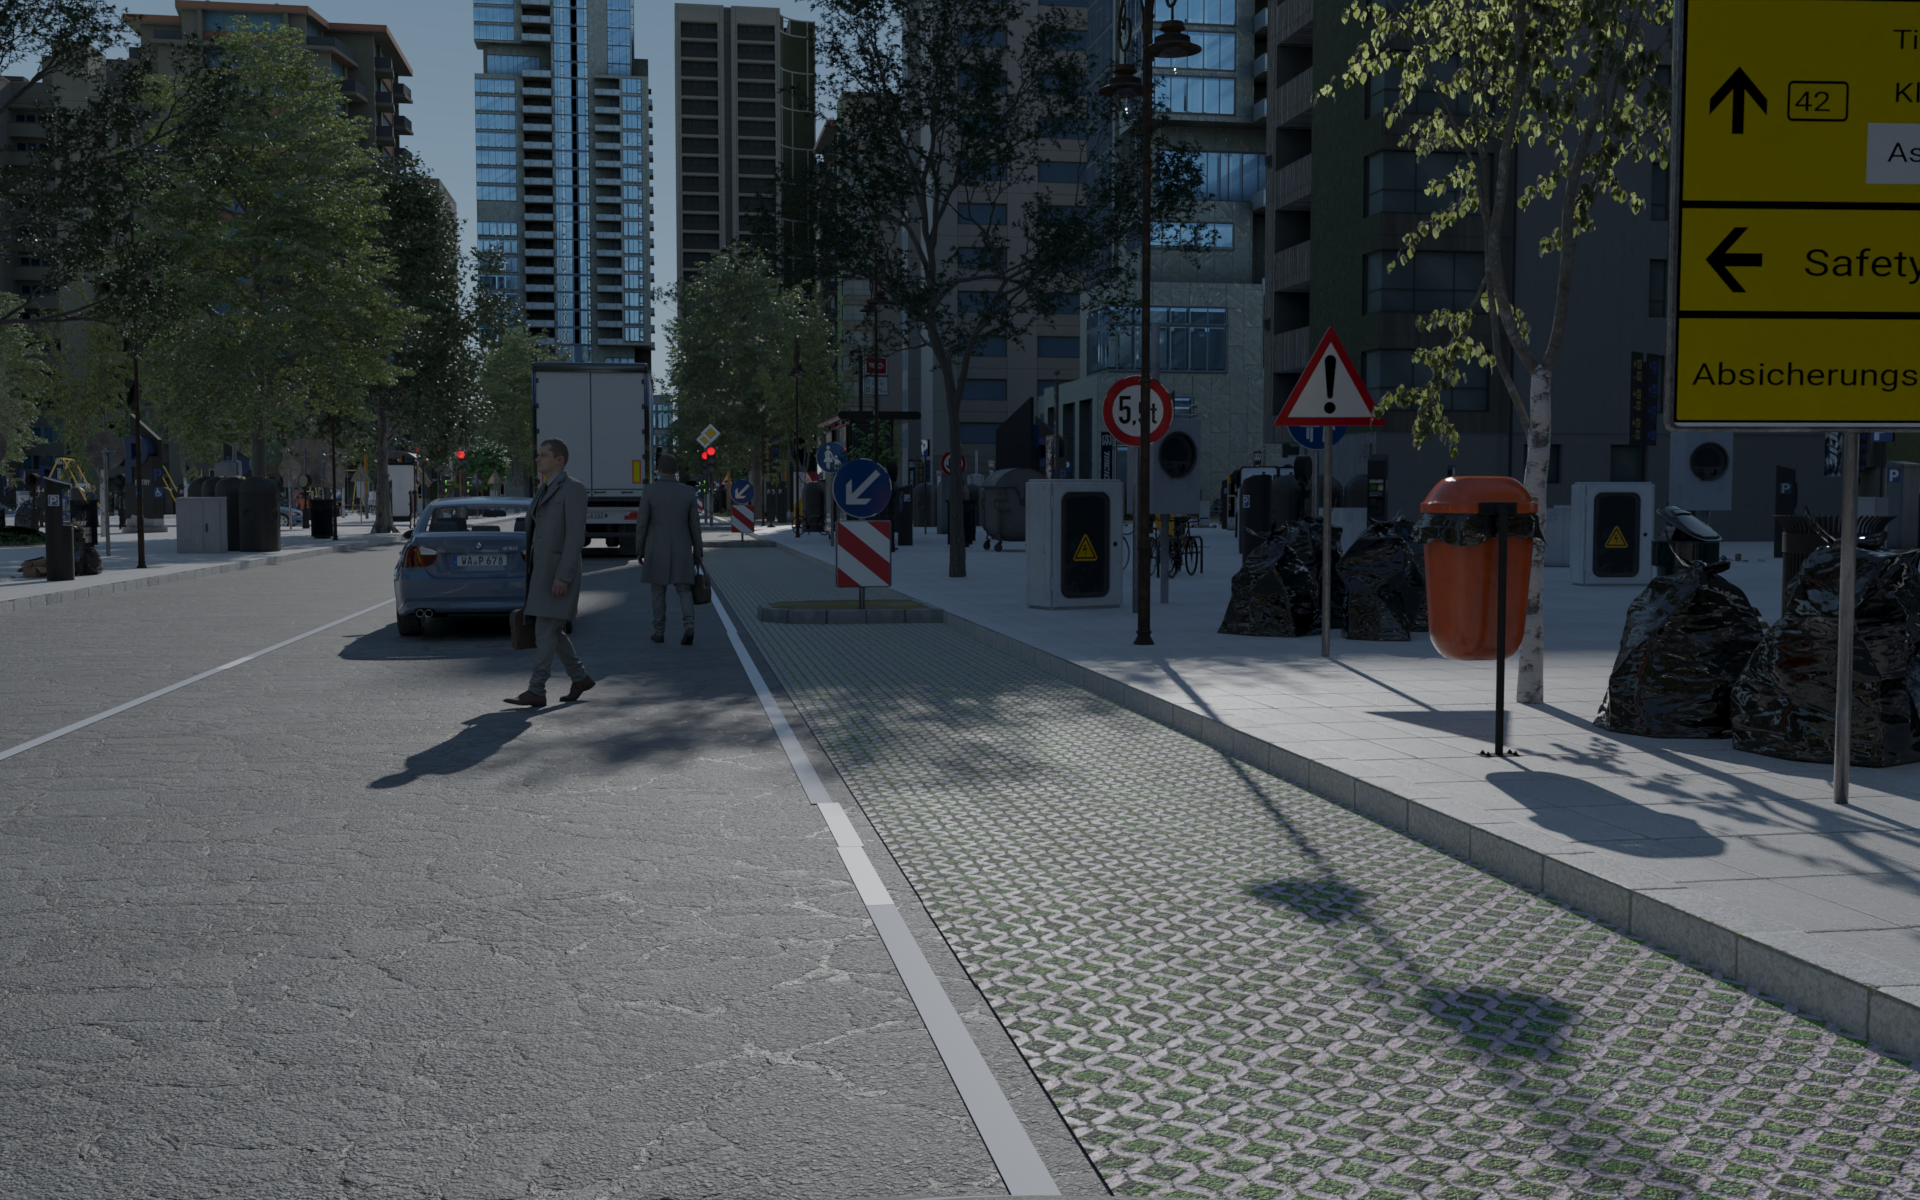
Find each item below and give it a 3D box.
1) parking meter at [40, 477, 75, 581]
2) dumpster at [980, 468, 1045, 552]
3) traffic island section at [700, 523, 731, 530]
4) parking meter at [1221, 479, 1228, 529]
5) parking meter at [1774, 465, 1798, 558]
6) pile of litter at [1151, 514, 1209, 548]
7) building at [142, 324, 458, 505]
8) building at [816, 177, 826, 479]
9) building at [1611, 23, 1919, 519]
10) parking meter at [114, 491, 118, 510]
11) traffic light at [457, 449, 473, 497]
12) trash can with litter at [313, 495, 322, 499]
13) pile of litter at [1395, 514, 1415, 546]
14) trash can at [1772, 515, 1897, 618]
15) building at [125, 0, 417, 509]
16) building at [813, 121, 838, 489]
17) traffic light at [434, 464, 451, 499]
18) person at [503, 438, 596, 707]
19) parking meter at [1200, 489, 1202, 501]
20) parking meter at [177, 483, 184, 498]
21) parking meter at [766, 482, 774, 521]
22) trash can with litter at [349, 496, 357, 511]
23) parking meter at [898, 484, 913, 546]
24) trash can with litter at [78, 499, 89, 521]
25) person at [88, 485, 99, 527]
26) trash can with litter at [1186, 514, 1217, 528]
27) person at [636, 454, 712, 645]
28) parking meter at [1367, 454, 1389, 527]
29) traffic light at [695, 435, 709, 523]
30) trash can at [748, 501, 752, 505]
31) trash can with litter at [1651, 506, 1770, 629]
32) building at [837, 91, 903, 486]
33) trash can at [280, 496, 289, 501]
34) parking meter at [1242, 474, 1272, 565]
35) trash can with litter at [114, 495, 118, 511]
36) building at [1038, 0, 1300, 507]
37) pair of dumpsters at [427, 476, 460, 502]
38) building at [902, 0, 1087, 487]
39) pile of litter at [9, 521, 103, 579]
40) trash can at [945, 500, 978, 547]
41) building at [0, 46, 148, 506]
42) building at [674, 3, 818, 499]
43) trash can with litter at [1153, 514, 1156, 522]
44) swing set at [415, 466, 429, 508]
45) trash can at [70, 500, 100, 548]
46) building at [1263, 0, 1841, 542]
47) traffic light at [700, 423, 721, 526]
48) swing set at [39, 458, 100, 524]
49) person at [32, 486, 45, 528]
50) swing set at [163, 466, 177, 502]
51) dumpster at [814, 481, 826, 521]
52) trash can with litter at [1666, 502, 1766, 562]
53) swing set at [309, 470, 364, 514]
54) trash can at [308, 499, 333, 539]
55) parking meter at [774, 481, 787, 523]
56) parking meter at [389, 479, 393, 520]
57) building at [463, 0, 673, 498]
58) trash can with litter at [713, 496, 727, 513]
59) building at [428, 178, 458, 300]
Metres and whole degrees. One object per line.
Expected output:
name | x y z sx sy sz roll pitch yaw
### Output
parking meter | -13.363 -1.057 25.690 0.372 1.533 0.369 0 3 0
dumpster | 1.235 -2.036 39.050 1.264 1.857 1.865 -1 4 -10
traffic island section | -11.272 -3.346 76.989 2.009 0.180 2.903 -1 4 -10
parking meter | 9.744 -3.520 63.262 0.399 1.863 0.255 1 4 23
parking meter | 16.600 -1.779 34.804 0.399 1.863 0.255 2 4 28
pile of litter | 5.207 -1.717 42.035 1.176 0.858 1.719 -3 5 -40
building | -71.701 -21.268 192.770 28.899 21.520 27.650 -1 4 -10
building | -8.171 -41.440 266.777 27.495 52.752 28.713 -1 4 -10
building | 51.410 -20.574 108.088 14.107 30.474 14.160 -1 4 -10
parking meter | -68.662 -8.114 141.066 0.372 1.533 0.369 0 3 0
traffic light | -21.567 -5.269 75.070 0.839 4.253 0.868 -1 4 -10
trash can with litter | -40.470 -5.929 107.997 2.233 1.210 1.678 -3 4 -36
pile of litter | 9.739 -1.405 36.942 1.176 0.858 1.719 3 4 39
trash can | 5.849 0.001 11.630 0.748 1.137 0.748 0 3 0
building | -62.227 -30.815 158.443 22.147 44.769 28.867 -1 4 -10
building | -5.511 -33.486 202.118 22.147 44.769 28.867 -1 4 -10
traffic light | -20.195 -4.788 67.203 0.839 4.253 0.868 -1 4 -10
person | -2.802 -0.195 11.790 0.767 1.812 0.694 -3 4 -37
parking meter | 11.701 -4.685 85.012 0.372 1.533 0.369 0 3 0
parking meter | -41.206 -5.256 91.652 0.399 1.863 0.255 -2 4 -26
parking meter | -8.859 -4.609 81.075 0.399 1.863 0.255 3 5 39
trash can with litter | -46.732 -7.505 134.101 1.055 1.170 0.624 -1 4 -17
parking meter | -1.361 -2.119 43.055 0.372 1.533 0.369 0 3 0
trash can with litter | -41.957 -4.383 83.047 1.055 1.170 0.624 0 4 -2
person | -34.290 -3.641 68.455 0.576 1.772 0.534 1 4 16
trash can with litter | 9.047 -3.319 65.321 2.233 1.210 1.678 3 5 45
person | -2.761 -0.488 16.586 0.694 1.812 0.767 -1 4 -20
parking meter | 6.054 -1.188 25.132 0.255 1.863 0.399 1 4 21
traffic light | -11.313 -5.379 76.868 0.839 4.253 0.868 -1 4 -10
trash can | -10.609 -4.747 89.272 0.748 1.137 0.748 0 3 0
trash can with litter | 6.959 -0.284 16.033 0.624 1.170 1.055 -3 4 -37
building | -5.919 -30.382 180.339 14.154 41.232 14.086 -1 4 -10
trash can | -45.132 -6.362 115.664 0.748 1.137 0.748 0 3 0
parking meter | 3.854 -0.860 22.478 0.372 1.533 0.369 0 3 0
trash can with litter | -65.141 -7.510 133.842 1.678 1.210 2.233 -3 5 -44
building | 20.724 -48.430 104.499 31.000 86.520 22.319 -1 4 -10
pair of dumpsters | -26.499 -5.314 89.376 1.574 2.255 4.437 -1 4 -10
building | 6.053 -36.169 133.364 21.231 58.520 28.212 -1 4 -10
pile of litter | -14.176 -0.804 27.105 1.176 0.858 1.719 1 4 19
trash can | -0.001 -1.848 41.867 0.748 1.137 0.748 0 3 0
building | -96.988 -34.635 189.983 21.600 48.544 21.300 -1 4 -10
building | -31.730 -50.116 257.648 20.611 71.187 20.563 -1 4 -10
trash can with litter | 9.273 -4.219 80.375 1.055 1.170 0.624 3 5 39
swing set | -31.322 -6.174 98.559 2.862 2.851 3.119 -2 4 -35
trash can | -21.031 -1.829 41.551 0.748 1.137 0.748 0 3 0
building | 16.448 -17.128 51.744 14.160 30.474 14.107 -1 4 -10
traffic light | -9.941 -4.898 69.001 0.839 4.253 0.868 -1 4 -10
swing set | -39.087 -4.787 75.892 2.862 2.851 3.119 -1 4 -18
person | -36.362 -3.678 68.411 0.659 1.850 0.755 0 4 2
swing set | -44.756 -6.070 96.866 2.862 2.851 3.119 -2 4 -32
dumpster | -6.397 -4.413 77.908 1.264 1.857 1.865 -1 4 -10
trash can with litter | 14.274 -1.362 33.334 2.233 1.210 1.678 2 4 31
swing set | -40.288 -6.959 111.407 3.119 2.851 2.862 -2 4 -35
trash can | -18.316 -2.328 49.710 0.748 1.137 0.748 0 3 0
parking meter | -7.901 -4.347 76.780 0.399 1.863 0.255 2 4 35
parking meter | -22.017 -3.726 66.632 0.255 1.863 0.399 0 4 2
building | -58.058 -57.528 253.261 31.000 86.520 22.319 -1 4 -10
trash can with litter | -16.513 -6.563 118.700 1.055 1.170 0.624 0 4 0
building | -84.421 -38.321 250.252 21.600 48.544 21.300 -1 4 -10
